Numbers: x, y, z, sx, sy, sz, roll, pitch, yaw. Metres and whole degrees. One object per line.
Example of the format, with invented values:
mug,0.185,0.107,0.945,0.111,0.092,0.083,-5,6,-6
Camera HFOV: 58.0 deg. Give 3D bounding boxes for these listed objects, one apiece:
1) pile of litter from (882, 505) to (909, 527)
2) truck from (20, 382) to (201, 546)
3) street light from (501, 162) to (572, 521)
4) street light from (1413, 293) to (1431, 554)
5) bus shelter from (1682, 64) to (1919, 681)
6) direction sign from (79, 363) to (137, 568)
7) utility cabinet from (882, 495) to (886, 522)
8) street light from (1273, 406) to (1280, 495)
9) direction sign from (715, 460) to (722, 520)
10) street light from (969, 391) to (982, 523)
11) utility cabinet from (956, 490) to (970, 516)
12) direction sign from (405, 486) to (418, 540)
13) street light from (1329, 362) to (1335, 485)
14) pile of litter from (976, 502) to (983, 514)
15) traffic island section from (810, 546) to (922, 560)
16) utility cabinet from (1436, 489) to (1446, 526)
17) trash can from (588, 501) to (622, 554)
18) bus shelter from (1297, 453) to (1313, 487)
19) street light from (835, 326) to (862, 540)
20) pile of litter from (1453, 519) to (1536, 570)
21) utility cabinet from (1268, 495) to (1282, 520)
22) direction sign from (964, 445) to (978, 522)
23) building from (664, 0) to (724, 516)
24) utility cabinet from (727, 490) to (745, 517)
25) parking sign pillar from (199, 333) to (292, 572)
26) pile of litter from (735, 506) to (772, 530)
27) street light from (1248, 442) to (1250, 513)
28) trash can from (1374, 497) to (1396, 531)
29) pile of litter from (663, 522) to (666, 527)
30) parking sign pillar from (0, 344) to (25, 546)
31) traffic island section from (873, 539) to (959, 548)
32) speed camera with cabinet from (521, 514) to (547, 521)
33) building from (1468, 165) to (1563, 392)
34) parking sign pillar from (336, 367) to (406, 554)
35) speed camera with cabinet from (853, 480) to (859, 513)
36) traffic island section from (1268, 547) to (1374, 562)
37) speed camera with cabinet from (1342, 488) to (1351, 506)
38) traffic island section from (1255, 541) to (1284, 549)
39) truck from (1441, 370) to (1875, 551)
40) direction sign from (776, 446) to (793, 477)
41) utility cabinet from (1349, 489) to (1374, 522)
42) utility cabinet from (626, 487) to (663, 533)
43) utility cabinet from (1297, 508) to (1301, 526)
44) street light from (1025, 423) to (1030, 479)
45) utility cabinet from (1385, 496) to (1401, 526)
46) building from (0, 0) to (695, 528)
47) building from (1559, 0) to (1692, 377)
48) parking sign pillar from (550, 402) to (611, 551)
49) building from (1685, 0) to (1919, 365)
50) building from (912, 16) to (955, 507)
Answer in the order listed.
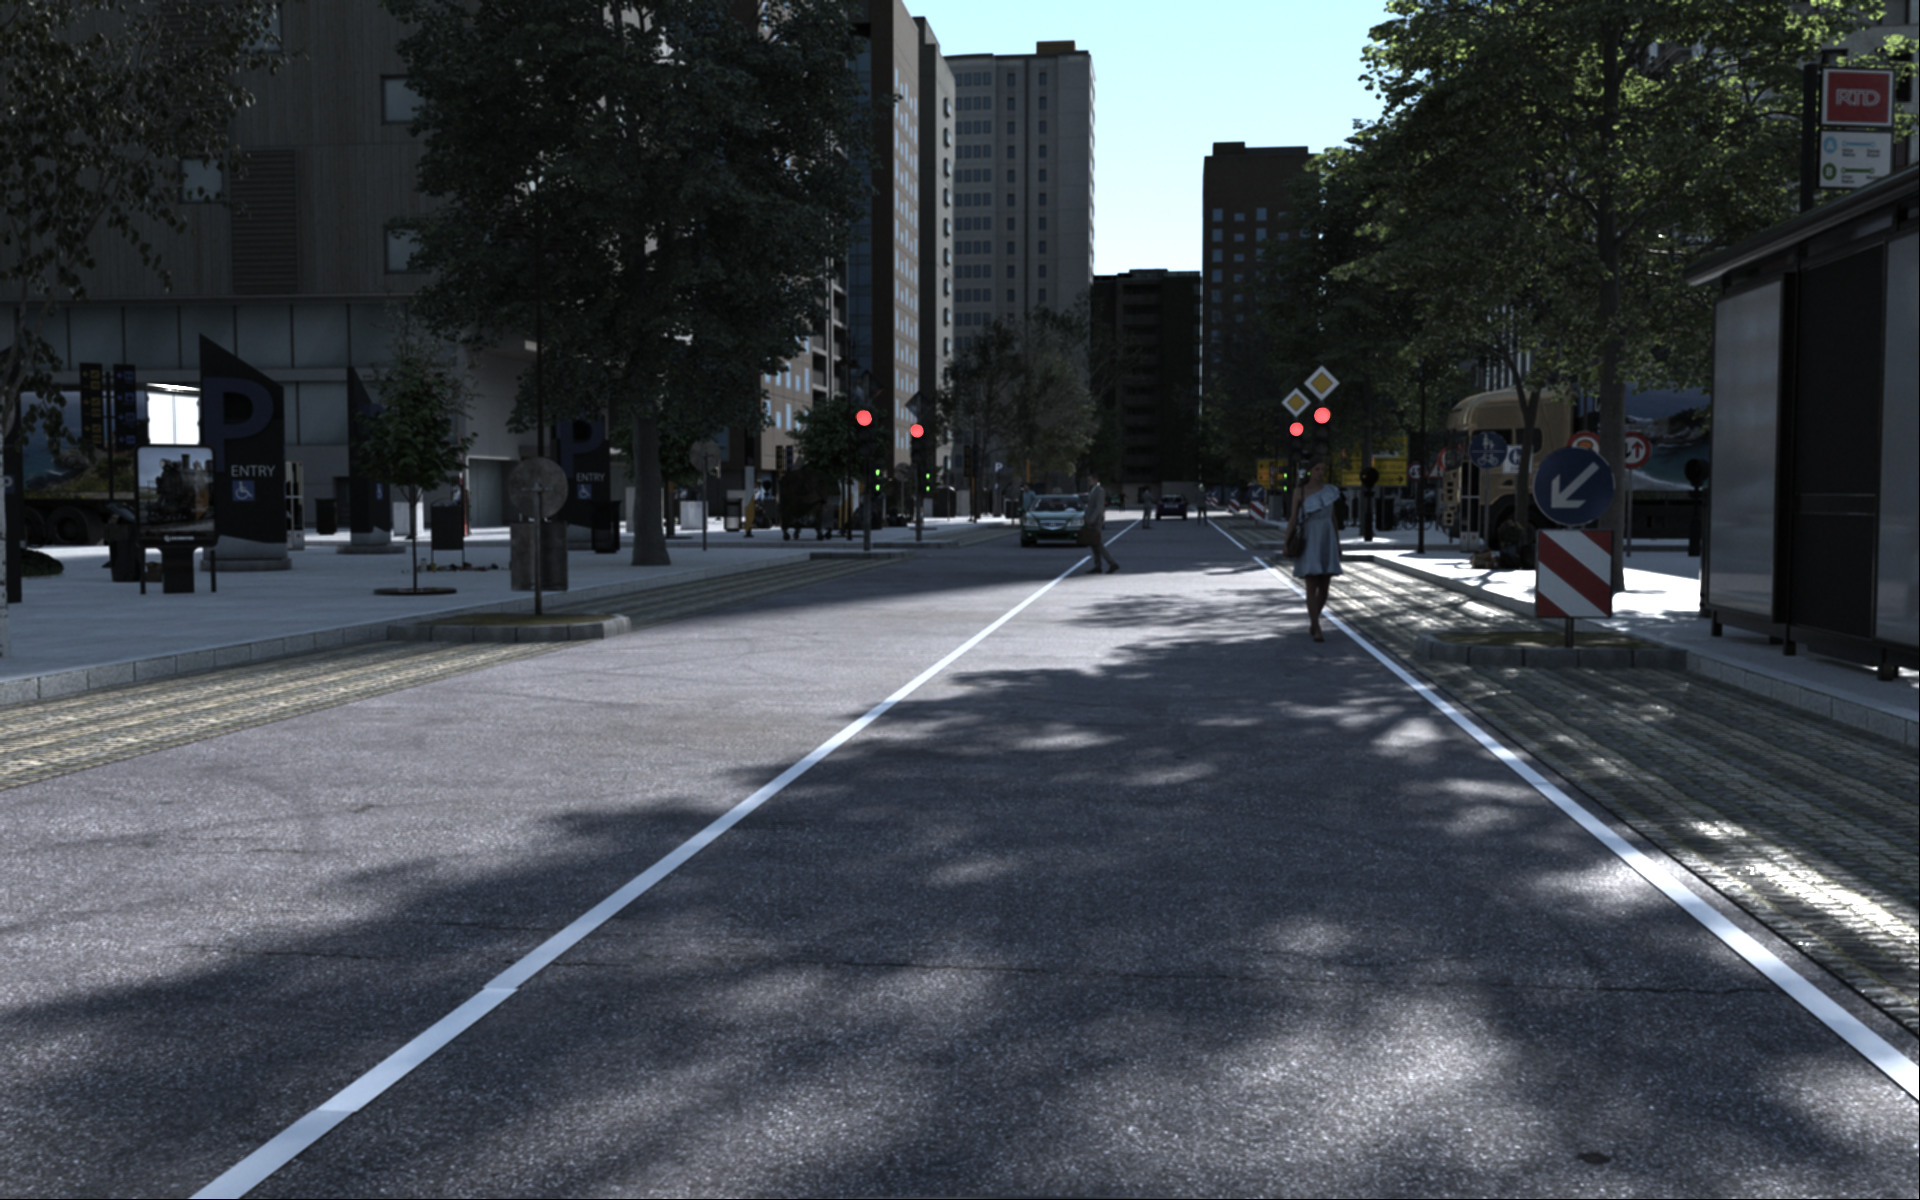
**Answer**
pile of litter,-2.767,-3.269,67.412,1.719,0.858,1.176,-1,4,-19
truck,-25.738,-3.453,45.371,11.283,4.237,2.839,0,4,8
street light,-5.965,-3.168,24.586,0.468,5.910,1.993,0,4,7
street light,9.943,-3.939,37.184,0.468,5.910,1.993,0,4,7
bus shelter,7.404,-2.223,13.981,2.179,5.291,8.768,0,4,7
direction sign,-14.802,-2.335,30.179,0.876,3.537,0.379,-3,4,-36
utility cabinet,-3.885,-4.114,78.418,1.020,1.237,0.306,-2,4,-26
street light,16.361,-7.143,89.570,0.468,5.910,1.993,0,4,7
direction sign,-11.873,-5.696,85.133,0.379,3.537,0.876,0,4,2
street light,0.680,-6.405,77.507,0.468,5.910,1.993,0,4,7
utility cabinet,0.167,-5.610,100.402,0.318,1.500,1.173,2,4,26
direction sign,-15.489,-3.474,48.799,0.379,3.537,0.876,-2,4,-27
street light,12.694,-5.289,59.269,0.468,5.910,1.993,0,4,7
pile of litter,0.892,-6.049,112.871,1.176,0.858,1.719,0,4,-7
traffic island section,-2.124,-1.032,39.162,2.009,0.180,2.903,0,4,7
utility cabinet,19.772,-3.738,69.790,1.173,1.500,0.318,-2,4,-25
trash can,-7.685,-1.584,37.546,0.748,1.137,0.748,0,3,0
bus shelter,18.995,-7.043,92.784,2.179,5.291,8.768,0,4,7
street light,-3.058,-4.588,47.798,0.468,5.910,1.993,0,4,7
pile of litter,9.314,-0.969,29.815,1.719,0.858,1.176,0,4,4
utility cabinet,15.473,-4.523,85.116,0.306,1.237,1.020,2,4,33
direction sign,0.515,-5.381,79.975,0.876,3.537,0.379,3,5,44
building,-17.260,-27.827,105.088,14.600,45.320,14.200,0,4,7
utility cabinet,-12.443,-5.406,97.067,1.173,1.500,0.318,0,4,6
parking sign pillar,-12.054,-2.487,29.130,1.447,3.967,1.447,-1,4,-17
pile of litter,-7.594,-3.024,63.415,1.176,0.858,1.719,3,5,44
street light,19.902,-8.942,118.994,0.468,5.910,1.993,0,4,7
trash can,14.736,-2.964,60.116,0.748,1.137,0.748,0,3,0
pile of litter,-12.245,-3.341,68.583,1.719,0.858,1.176,3,5,40
parking sign pillar,-17.271,-2.571,30.502,1.447,3.967,1.447,-3,4,-36
traffic island section,-1.140,-1.517,47.086,2.009,0.180,2.903,0,4,7
speed camera with cabinet,-14.270,-3.936,58.687,0.660,3.252,2.038,-3,4,-36
building,39.613,-16.141,105.712,13.314,21.916,24.055,0,4,7
parking sign pillar,-12.741,-2.991,37.370,1.447,3.967,1.447,0,4,2
speed camera with cabinet,-4.233,-4.672,70.715,0.660,3.252,2.038,-1,4,-11
traffic island section,7.890,-0.956,37.918,2.009,0.180,2.903,0,4,7
speed camera with cabinet,21.974,-6.316,97.595,0.660,3.252,2.038,2,4,27
traffic island section,8.874,-1.441,45.843,2.009,0.180,2.903,0,4,7
truck,16.493,-3.155,40.502,11.283,4.237,2.839,0,4,6
direction sign,-8.192,-5.439,80.929,0.876,3.537,0.379,1,4,21
utility cabinet,18.380,-4.323,79.367,1.173,1.500,0.318,-2,4,-25
utility cabinet,-10.375,-2.954,56.979,1.173,1.500,0.318,0,4,-2
utility cabinet,13.628,-3.687,68.963,0.318,1.500,1.173,2,4,30
street light,4.250,-8.204,106.928,0.468,5.910,1.993,0,4,7
utility cabinet,17.403,-3.580,69.697,0.306,1.237,1.020,0,4,-6
building,-27.822,-29.794,76.375,28.713,52.752,27.495,0,4,7
building,37.065,-17.991,81.537,14.401,28.519,23.554,0,4,7
parking sign pillar,-8.733,-3.142,39.841,1.447,3.967,1.447,-2,4,-35
building,35.867,-12.612,60.950,16.860,20.320,10.420,0,4,7
building,-12.231,-33.734,175.245,21.600,48.544,21.300,0,4,7
